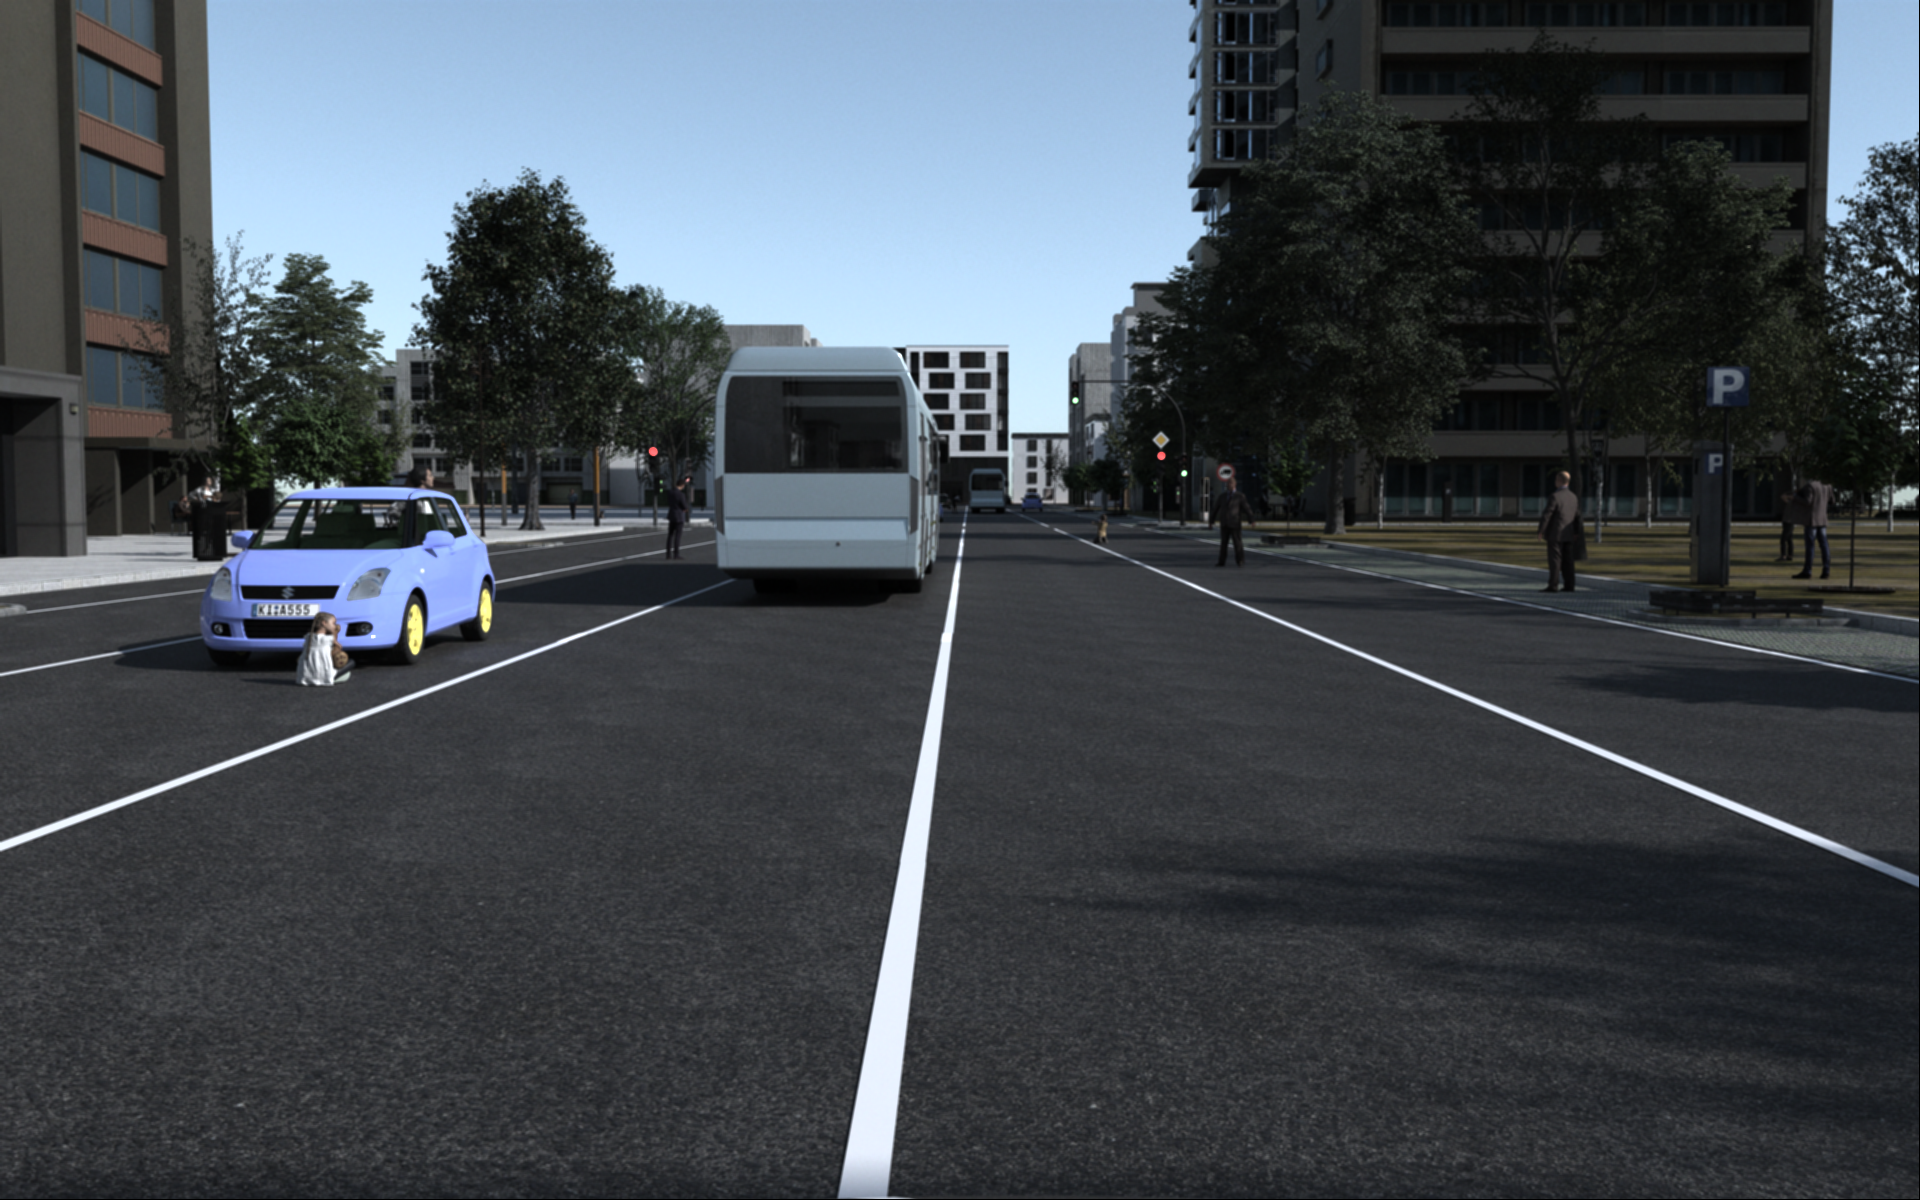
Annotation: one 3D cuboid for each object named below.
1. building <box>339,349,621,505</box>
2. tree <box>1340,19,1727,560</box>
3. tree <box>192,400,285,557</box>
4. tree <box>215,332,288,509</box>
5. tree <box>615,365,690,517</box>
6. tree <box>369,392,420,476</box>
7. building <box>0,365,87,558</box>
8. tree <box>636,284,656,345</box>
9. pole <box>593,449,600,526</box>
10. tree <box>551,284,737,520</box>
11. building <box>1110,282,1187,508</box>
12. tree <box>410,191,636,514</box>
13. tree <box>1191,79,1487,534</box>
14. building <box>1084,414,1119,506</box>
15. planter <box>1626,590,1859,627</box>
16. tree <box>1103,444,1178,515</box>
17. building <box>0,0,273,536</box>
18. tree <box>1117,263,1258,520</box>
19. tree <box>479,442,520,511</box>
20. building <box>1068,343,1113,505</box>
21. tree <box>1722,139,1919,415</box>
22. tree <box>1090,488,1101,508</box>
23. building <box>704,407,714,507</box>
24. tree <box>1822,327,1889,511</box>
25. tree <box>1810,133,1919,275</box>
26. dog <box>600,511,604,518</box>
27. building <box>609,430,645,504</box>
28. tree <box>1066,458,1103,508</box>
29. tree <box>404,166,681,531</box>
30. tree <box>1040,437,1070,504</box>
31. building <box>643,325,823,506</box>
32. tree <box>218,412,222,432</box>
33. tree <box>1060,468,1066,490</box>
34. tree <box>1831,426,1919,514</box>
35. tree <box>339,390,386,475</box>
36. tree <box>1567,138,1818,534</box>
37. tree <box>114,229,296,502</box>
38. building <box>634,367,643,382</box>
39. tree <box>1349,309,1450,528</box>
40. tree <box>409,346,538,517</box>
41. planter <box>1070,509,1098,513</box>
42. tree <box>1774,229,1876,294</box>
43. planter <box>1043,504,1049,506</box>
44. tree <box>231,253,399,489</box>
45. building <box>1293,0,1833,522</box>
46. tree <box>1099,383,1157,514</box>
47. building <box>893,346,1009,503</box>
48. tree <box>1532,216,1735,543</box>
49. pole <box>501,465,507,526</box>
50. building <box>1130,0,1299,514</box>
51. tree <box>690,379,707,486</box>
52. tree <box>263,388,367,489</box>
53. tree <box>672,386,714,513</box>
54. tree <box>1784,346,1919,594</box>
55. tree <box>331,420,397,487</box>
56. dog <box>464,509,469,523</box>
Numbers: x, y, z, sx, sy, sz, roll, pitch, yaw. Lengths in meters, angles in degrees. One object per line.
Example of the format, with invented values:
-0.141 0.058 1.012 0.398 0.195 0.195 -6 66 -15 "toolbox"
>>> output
-60.150 -21.596 219.549 31.486 18.905 16.747 0 4 0 "building"
11.988 -6.068 33.625 8.767 10.594 7.601 -1 4 -9 "tree"
-14.746 -2.513 35.685 1.663 3.219 1.824 0 3 0 "tree"
-59.112 -13.925 129.489 18.604 14.587 13.155 3 4 37 "tree"
-17.615 -8.933 96.409 4.360 8.622 3.978 0 3 0 "tree"
-40.611 -10.607 123.782 4.737 8.622 4.395 0 3 0 "tree"
-28.406 -36.158 29.441 20.563 71.187 20.611 0 4 0 "building"
-30.952 -17.345 139.479 12.611 20.169 13.585 0 3 0 "tree"
-14.454 -4.588 68.862 0.158 3.312 0.155 0 3 0 "pole"
-14.591 -9.876 87.223 9.928 11.665 9.643 0 3 0 "tree"
22.142 -18.596 160.466 16.016 20.091 11.380 0 4 0 "building"
-30.224 -15.626 111.368 12.611 20.169 13.585 0 3 0 "tree"
12.054 -9.074 55.008 9.857 13.997 8.962 0 3 0 "tree"
18.435 -14.582 180.570 9.099 9.664 28.070 0 4 0 "building"
8.675 0.095 19.587 1.991 0.319 1.994 0 4 0 "planter"
12.107 -7.585 107.729 4.285 4.588 4.351 0 3 0 "tree"
-38.897 -24.473 54.765 28.867 44.769 22.147 0 4 0 "building"
11.741 -10.241 85.560 7.486 12.596 7.792 0 3 0 "tree"
-34.485 -10.851 127.778 4.737 8.622 4.395 0 3 0 "tree"
22.519 -21.080 211.108 16.747 18.905 31.486 0 4 0 "building"
24.401 -6.586 42.089 8.767 10.594 7.601 0 4 7 "tree"
12.589 -10.156 160.648 1.663 3.219 1.824 0 3 0 "tree"
-20.173 -13.773 167.331 9.099 9.664 28.070 0 4 0 "building"
65.212 -14.404 137.334 13.155 14.587 18.604 0 3 0 "tree"
15.327 -4.617 25.850 4.360 8.622 3.978 0 3 0 "tree"
-18.921 -4.499 91.287 0.550 0.427 0.748 -1 4 -14 "dog"
-30.356 -17.163 222.764 28.070 9.664 9.099 0 4 0 "building"
11.467 -9.314 136.000 4.285 4.588 4.351 0 3 0 "tree"
-15.163 -8.820 61.215 9.611 12.733 9.660 0 3 0 "tree"
12.042 -16.451 219.333 4.360 8.622 3.978 0 3 0 "tree"
-24.634 -20.204 196.795 16.747 18.905 31.486 0 4 0 "building"
-38.686 -8.309 86.216 4.737 8.622 4.395 0 3 0 "tree"
11.522 -10.564 156.433 4.285 4.588 4.351 0 3 0 "tree"
62.323 -9.475 117.824 11.467 7.101 20.602 1 4 10 "tree"
-41.050 -10.273 118.326 4.360 8.622 3.978 0 3 0 "tree"
23.840 -8.451 56.297 7.486 12.596 7.792 0 3 0 "tree"
-20.862 -5.981 48.153 4.360 8.622 3.978 0 3 0 "tree"
-43.493 -23.829 246.019 11.380 20.091 16.016 0 4 0 "building"
15.848 -6.985 64.568 4.360 8.622 3.978 0 3 0 "tree"
-26.623 -9.846 95.392 8.767 10.594 7.601 1 4 16 "tree"
9.245 -6.614 129.275 1.991 0.319 1.994 0 4 0 "planter"
23.647 -5.988 48.268 4.737 8.622 4.395 0 3 0 "tree"
9.643 -11.342 206.580 1.991 0.319 1.994 0 4 0 "planter"
-30.738 -10.042 82.309 7.486 12.596 7.792 0 3 0 "tree"
28.505 -28.391 87.897 21.600 48.544 21.300 0 4 0 "building"
11.191 -9.963 113.253 4.737 8.622 4.395 0 3 0 "tree"
-9.533 -24.965 252.144 32.646 21.610 27.936 0 4 0 "building"
16.983 -5.826 45.618 4.737 8.622 4.395 0 3 0 "tree"
-18.355 -4.638 69.677 0.158 3.312 0.155 0 3 0 "pole"
25.031 -49.627 124.066 22.319 86.520 31.000 0 4 0 "building"
-16.988 -9.328 102.874 4.360 8.622 3.978 0 3 0 "tree"
-19.984 -4.285 53.775 4.285 4.588 4.351 0 3 0 "tree"
-18.299 -10.299 118.743 4.737 8.622 4.395 0 3 0 "tree"
11.836 -1.716 22.665 1.663 3.219 1.824 0 3 0 "tree"
-15.464 -3.085 45.038 1.663 3.219 1.824 0 3 0 "tree"
-21.114 -3.464 73.466 0.800 0.831 0.513 -3 5 -41 "dog"
